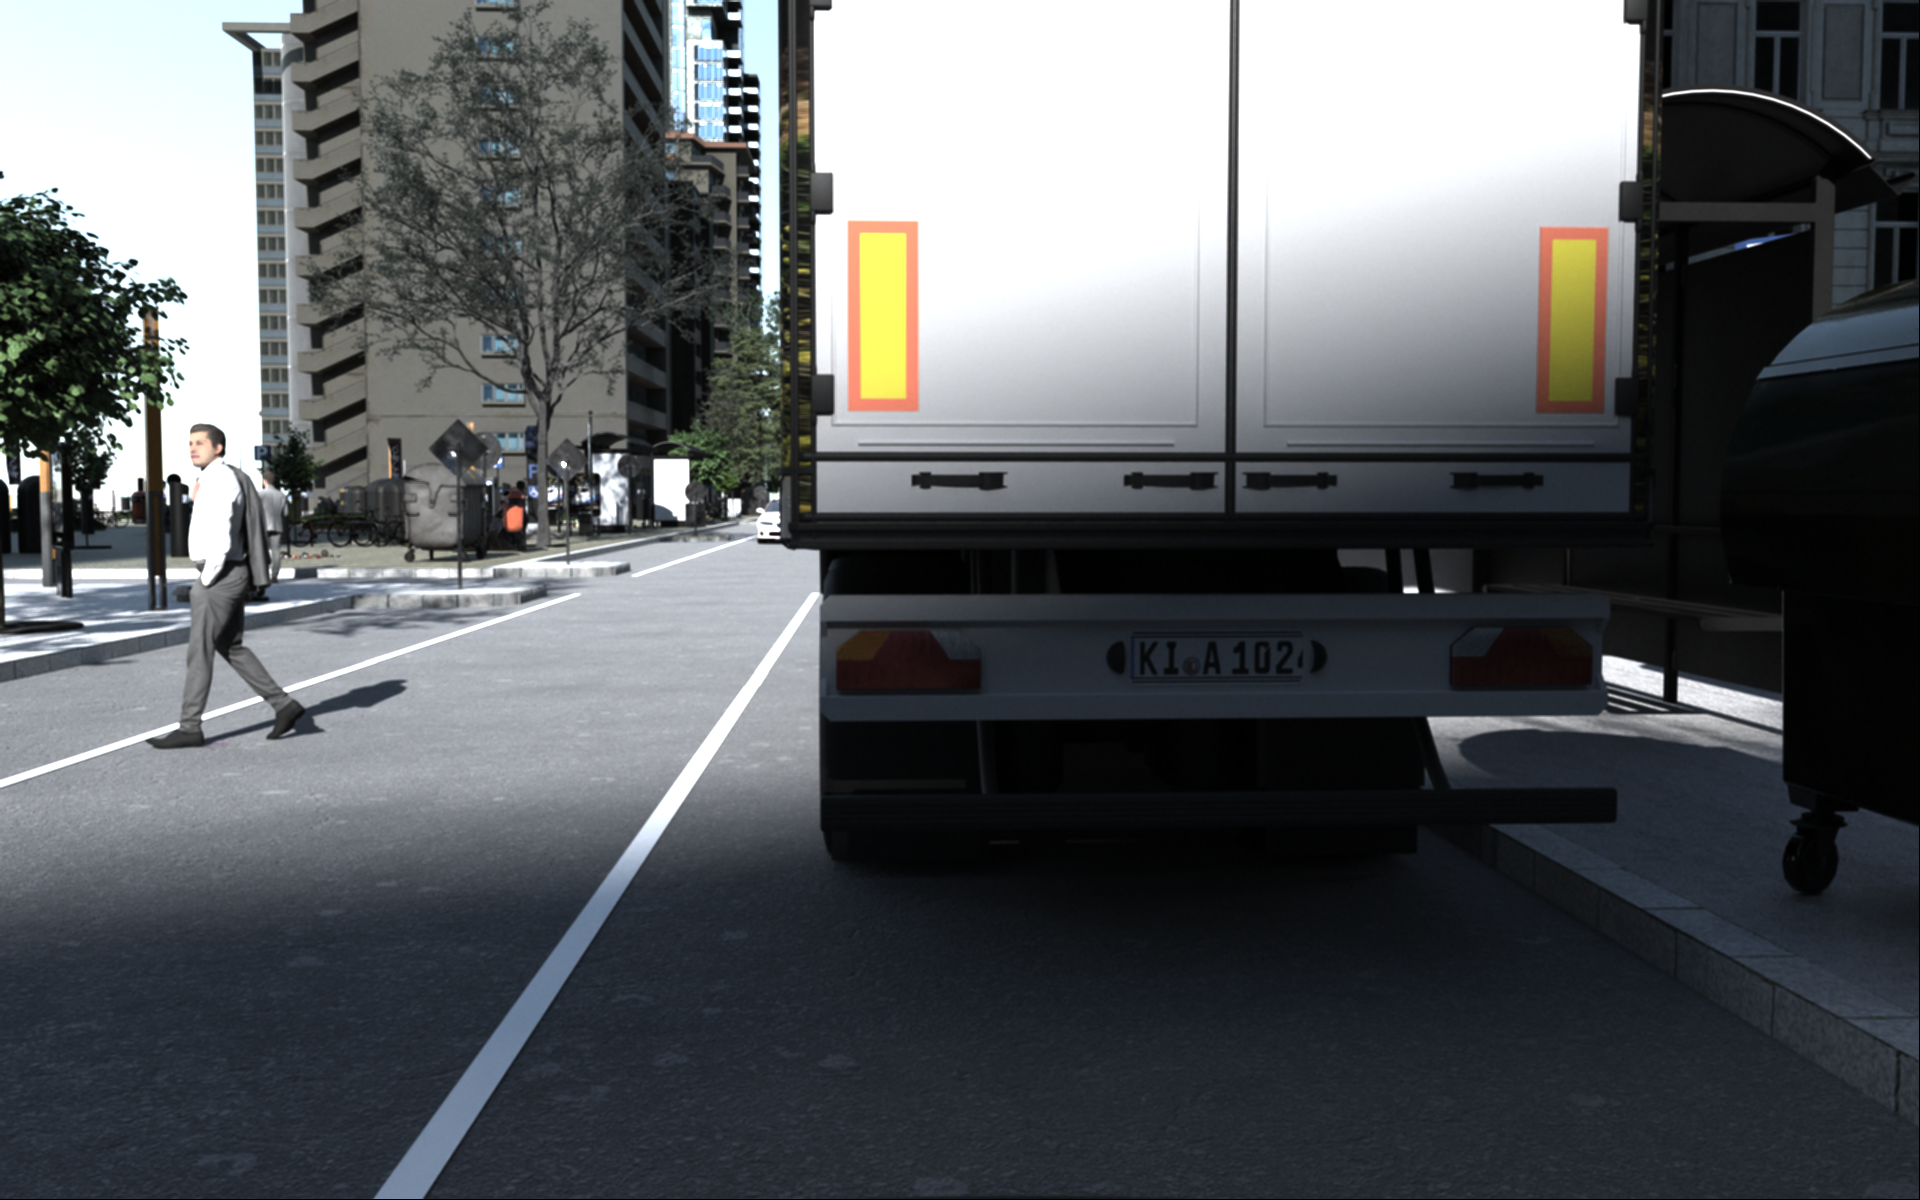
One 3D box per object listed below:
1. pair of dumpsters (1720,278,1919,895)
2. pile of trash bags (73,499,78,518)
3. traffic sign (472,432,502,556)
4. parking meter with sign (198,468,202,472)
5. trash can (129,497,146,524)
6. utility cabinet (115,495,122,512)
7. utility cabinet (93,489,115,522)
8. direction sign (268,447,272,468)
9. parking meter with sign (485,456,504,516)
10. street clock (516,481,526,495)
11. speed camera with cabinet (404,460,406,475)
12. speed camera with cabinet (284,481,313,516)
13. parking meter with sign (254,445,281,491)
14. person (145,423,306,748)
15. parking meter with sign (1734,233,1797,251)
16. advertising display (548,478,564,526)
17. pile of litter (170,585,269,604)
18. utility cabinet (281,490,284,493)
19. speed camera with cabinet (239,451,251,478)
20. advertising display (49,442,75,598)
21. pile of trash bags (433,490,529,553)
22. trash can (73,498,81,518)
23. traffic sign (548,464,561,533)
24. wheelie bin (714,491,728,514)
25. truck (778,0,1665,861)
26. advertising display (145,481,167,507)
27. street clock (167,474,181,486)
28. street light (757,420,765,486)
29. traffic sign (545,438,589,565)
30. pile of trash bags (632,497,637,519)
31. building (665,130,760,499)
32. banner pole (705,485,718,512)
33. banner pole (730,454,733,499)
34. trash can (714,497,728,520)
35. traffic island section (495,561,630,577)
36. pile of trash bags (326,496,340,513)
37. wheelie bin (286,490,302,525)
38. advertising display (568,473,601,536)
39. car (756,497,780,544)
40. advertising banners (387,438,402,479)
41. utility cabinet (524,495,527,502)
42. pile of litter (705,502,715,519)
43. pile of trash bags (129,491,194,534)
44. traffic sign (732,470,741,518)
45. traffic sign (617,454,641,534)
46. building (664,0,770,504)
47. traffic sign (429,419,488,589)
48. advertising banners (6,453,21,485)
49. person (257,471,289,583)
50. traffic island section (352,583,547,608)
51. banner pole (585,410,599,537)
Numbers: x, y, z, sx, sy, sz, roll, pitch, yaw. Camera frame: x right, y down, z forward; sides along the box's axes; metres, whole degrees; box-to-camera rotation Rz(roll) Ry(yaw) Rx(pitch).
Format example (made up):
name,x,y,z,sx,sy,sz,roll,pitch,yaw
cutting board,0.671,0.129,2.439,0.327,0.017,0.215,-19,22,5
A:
name,x,y,z,sx,sy,sz,roll,pitch,yaw
pair of dumpsters,3.347,-0.062,3.512,1.574,2.255,4.437,0,4,-2
pile of trash bags,-44.657,-4.638,85.584,1.912,1.369,3.447,-2,4,-27
traffic sign,-9.836,-2.181,35.757,0.768,2.556,0.104,0,4,-2
parking meter with sign,-38.166,-5.663,88.853,0.543,3.016,1.738,2,4,27
trash can,-34.911,-3.794,73.688,0.748,1.137,0.748,0,3,0
utility cabinet,-45.535,-5.000,92.914,1.020,1.237,0.306,-2,4,-28
utility cabinet,-39.577,-4.347,79.745,1.173,1.500,0.318,-1,4,-8
direction sign,-33.165,-5.586,83.320,0.379,3.537,0.876,-2,4,-30
parking meter with sign,-21.114,-5.000,78.018,0.543,3.016,1.738,0,4,6
street clock,-23.882,-5.486,94.272,0.471,2.002,0.358,2,4,28
speed camera with cabinet,-32.669,-6.600,102.251,0.660,3.252,2.038,0,4,4
speed camera with cabinet,-37.396,-6.338,97.957,0.660,3.252,2.038,1,4,12
parking meter with sign,-24.920,-4.069,62.792,0.543,3.016,1.738,0,4,1
person,-4.219,-0.081,9.918,0.850,1.850,0.679,-1,4,-22
parking meter with sign,6.186,-0.979,12.274,1.738,3.016,0.543,-2,4,-35
advertising display,-16.486,-3.961,69.984,0.974,1.923,0.123,1,4,9
pile of litter,-8.883,-0.420,20.828,1.176,0.858,1.719,-1,4,-8
utility cabinet,-38.832,-5.543,99.311,1.173,1.500,0.318,2,4,24
speed camera with cabinet,-33.624,-5.199,79.346,2.038,3.252,0.660,-2,4,-34
advertising display,-11.236,-1.007,21.677,0.123,1.923,0.974,-2,4,-35
pile of trash bags,-10.559,-1.778,38.822,1.912,1.369,3.447,-3,4,-38
trash can,-35.782,-3.584,70.245,0.748,1.137,0.748,0,3,0
traffic sign,-12.275,-3.234,52.983,0.768,2.556,0.104,0,4,7
wheelie bin,-13.992,-5.731,101.609,0.980,1.594,0.693,1,4,16
truck,0.394,-1.305,10.247,2.839,4.237,11.283,0,4,-3
advertising display,-38.557,-4.759,83.017,0.974,1.923,0.123,-3,5,-41
street clock,-27.728,-3.460,61.144,0.471,2.002,0.358,-2,4,-26
street light,-12.457,-8.282,108.192,0.468,5.910,1.993,0,4,-2
traffic sign,-7.084,-1.689,31.263,0.795,2.450,0.064,0,4,-2
pile of trash bags,-17.211,-4.779,87.895,3.447,1.369,1.912,-2,4,-25
building,-36.156,-34.008,210.651,22.147,44.769,28.867,0,4,-2
banner pole,-12.778,-6.086,89.519,0.863,3.779,0.401,0,4,7
banner pole,-14.081,-7.109,106.253,0.401,3.779,0.863,-2,4,-28
trash can,-11.874,-4.555,86.135,0.748,1.137,0.748,0,3,0
traffic island section,-7.107,-0.553,31.324,2.009,0.180,2.903,0,4,-2
pile of trash bags,-36.218,-5.679,102.607,3.447,1.369,1.912,2,4,30
wheelie bin,-27.433,-3.873,71.227,0.693,1.594,0.980,-2,4,-29
advertising display,-11.594,-2.952,53.474,0.974,1.923,0.123,-1,4,-12
car,-4.975,-2.403,51.651,2.083,1.381,4.827,0,4,-1
advertising banners,-17.287,-3.594,54.952,0.090,3.025,2.074,2,4,34
utility cabinet,-23.447,-5.138,95.175,1.020,1.237,0.306,-1,4,-9
pile of litter,-13.332,-4.735,91.377,1.176,0.858,1.719,3,5,41
pile of trash bags,-26.041,-2.925,57.573,1.912,1.369,3.447,2,4,23
traffic sign,-11.735,-5.473,89.484,0.884,2.594,0.081,0,4,6
traffic sign,-10.583,-3.382,55.398,0.768,2.556,0.104,0,4,4
building,-37.417,-56.671,239.235,22.319,86.520,31.000,0,4,-2
traffic sign,-6.735,-1.201,23.286,0.795,2.450,0.064,0,4,-2
advertising banners,-26.981,-3.333,50.681,2.074,3.025,0.090,0,4,5
person,-11.236,-1.184,28.058,0.583,1.804,0.606,3,4,36
traffic island section,-6.758,-0.065,23.346,2.009,0.180,2.903,0,4,-2
banner pole,-11.122,-3.797,52.104,0.401,3.779,0.863,-1,4,-19
